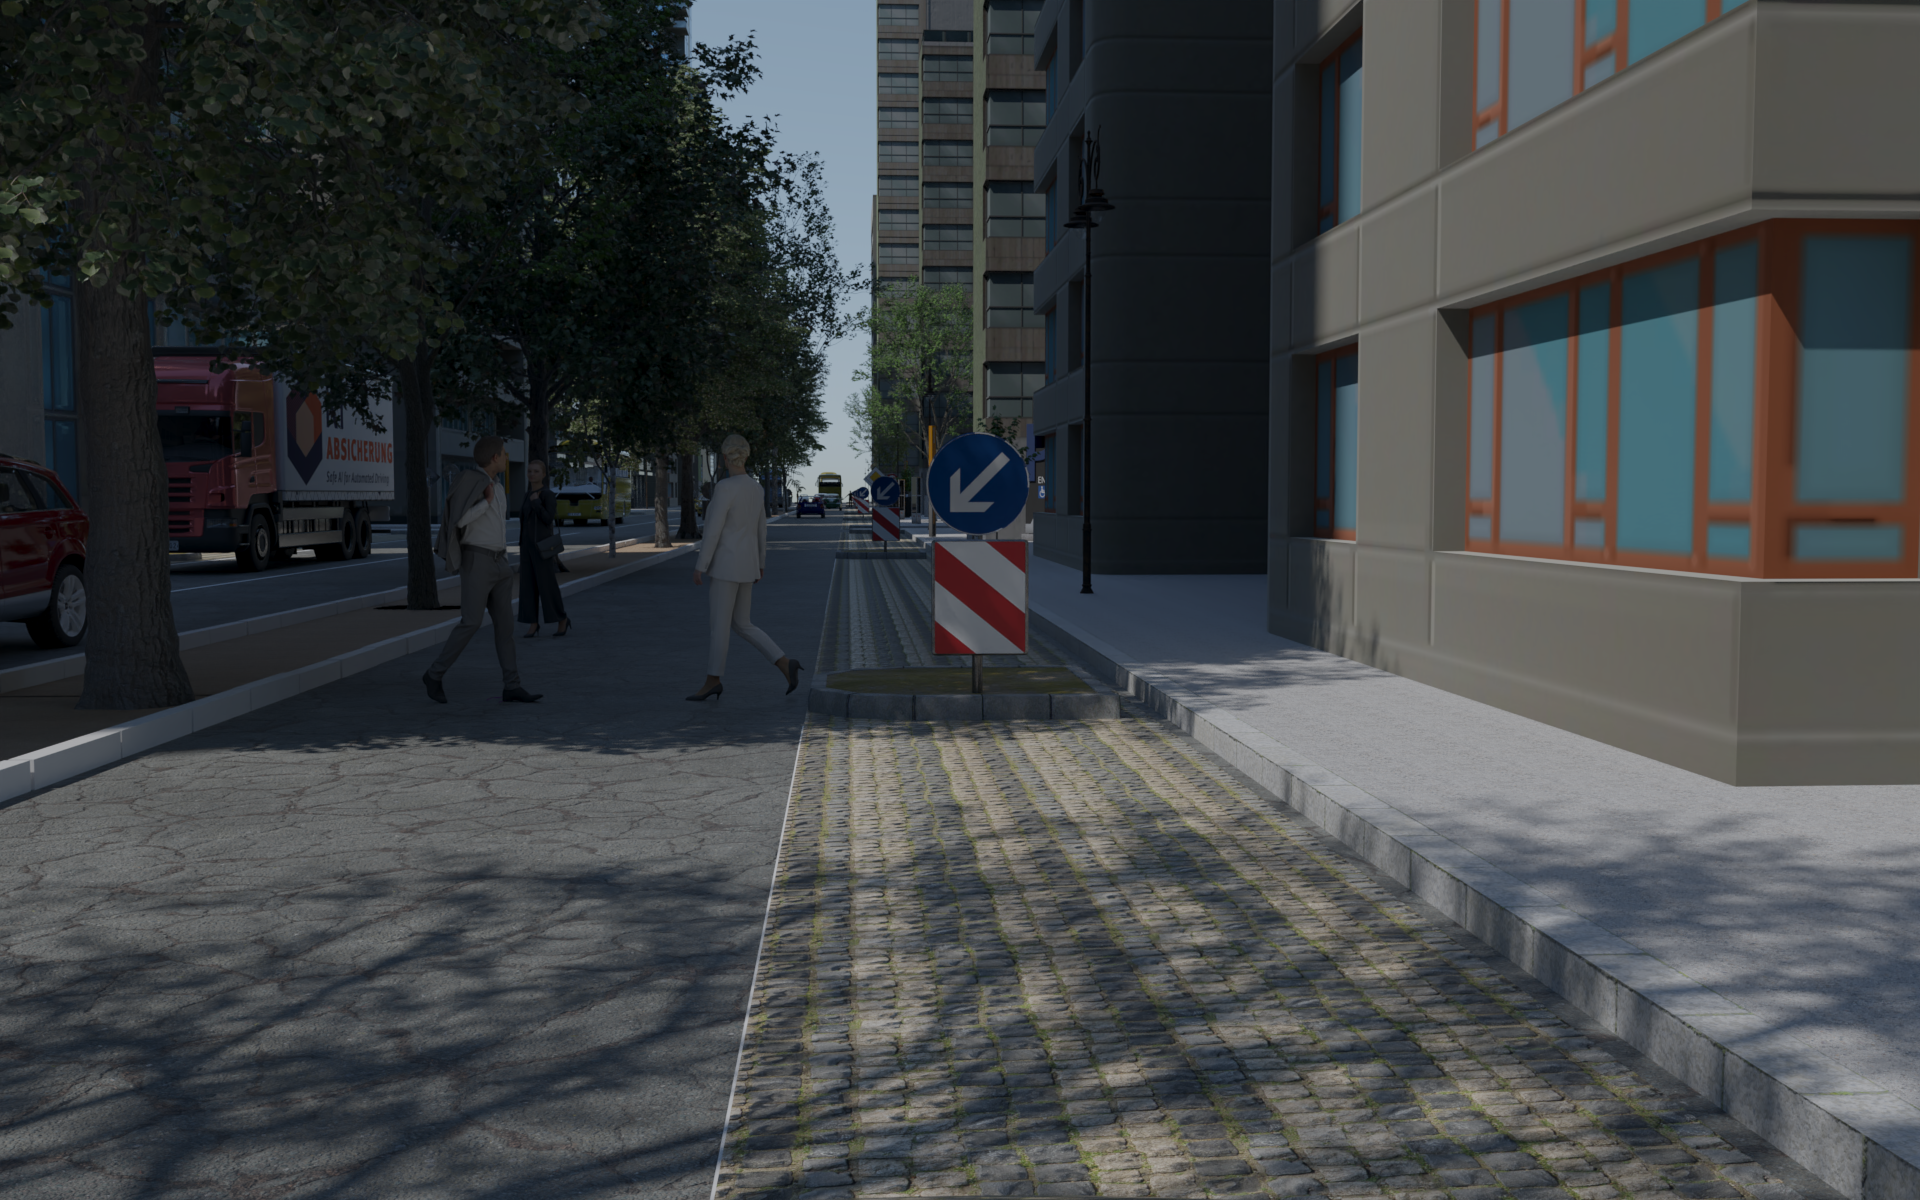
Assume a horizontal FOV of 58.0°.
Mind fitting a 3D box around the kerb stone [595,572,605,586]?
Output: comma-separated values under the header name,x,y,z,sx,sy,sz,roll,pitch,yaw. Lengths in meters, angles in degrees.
name,x,y,z,sx,sy,sz,roll,pitch,yaw
kerb stone,-5.760,-0.305,27.268,0.120,0.150,1.000,0,4,-4

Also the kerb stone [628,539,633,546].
name,x,y,z,sx,sy,sz,roll,pitch,yaw
kerb stone,-9.180,-1.551,47.600,0.120,0.150,1.000,0,4,-4

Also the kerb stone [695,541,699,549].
name,x,y,z,sx,sy,sz,roll,pitch,yaw
kerb stone,-6.892,-1.374,44.652,0.120,0.150,1.000,0,4,-4

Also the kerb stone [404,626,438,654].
name,x,y,z,sx,sy,sz,roll,pitch,yaw
kerb stone,-5.034,0.378,16.016,0.120,0.150,1.000,0,4,-4

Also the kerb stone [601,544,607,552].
name,x,y,z,sx,sy,sz,roll,pitch,yaw
kerb stone,-8.859,-1.239,42.494,0.120,0.150,1.000,0,4,-4

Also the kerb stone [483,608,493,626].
name,x,y,z,sx,sy,sz,roll,pitch,yaw
kerb stone,-5.238,0.192,19.076,0.120,0.150,1.000,0,4,-4

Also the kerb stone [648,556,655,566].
name,x,y,z,sx,sy,sz,roll,pitch,yaw
kerb stone,-6.231,-0.744,34.431,0.120,0.150,1.000,0,4,-4

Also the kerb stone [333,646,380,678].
name,x,y,z,sx,sy,sz,roll,pitch,yaw
kerb stone,-4.900,0.507,13.976,0.120,0.150,1.000,0,4,-4

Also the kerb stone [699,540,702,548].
name,x,y,z,sx,sy,sz,roll,pitch,yaw
kerb stone,-6.956,-1.430,45.678,0.120,0.150,1.000,0,4,-4

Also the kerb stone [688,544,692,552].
name,x,y,z,sx,sy,sz,roll,pitch,yaw
kerb stone,-6.755,-1.249,42.612,0.120,0.150,1.000,0,4,-4

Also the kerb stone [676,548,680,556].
name,x,y,z,sx,sy,sz,roll,pitch,yaw
kerb stone,-6.556,-1.058,39.545,0.120,0.150,1.000,0,4,-4

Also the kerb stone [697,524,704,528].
name,x,y,z,sx,sy,sz,roll,pitch,yaw
kerb stone,-10.817,-3.089,72.737,0.120,0.150,1.000,0,4,-4

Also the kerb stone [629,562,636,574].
name,x,y,z,sx,sy,sz,roll,pitch,yaw
kerb stone,-6.028,-0.561,31.365,0.120,0.150,1.000,0,4,-4

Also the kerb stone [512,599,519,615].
name,x,y,z,sx,sy,sz,roll,pitch,yaw
kerb stone,-5.299,0.128,20.098,0.120,0.150,1.000,0,4,-4

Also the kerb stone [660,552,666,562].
name,x,y,z,sx,sy,sz,roll,pitch,yaw
kerb stone,-6.354,-0.873,36.476,0.120,0.150,1.000,0,4,-4

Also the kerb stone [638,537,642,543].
name,x,y,z,sx,sy,sz,roll,pitch,yaw
kerb stone,-9.315,-1.679,49.641,0.120,0.150,1.000,0,4,-4

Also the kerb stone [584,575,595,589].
name,x,y,z,sx,sy,sz,roll,pitch,yaw
kerb stone,-5.699,-0.247,26.240,0.120,0.150,1.000,0,4,-4

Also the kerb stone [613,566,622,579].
name,x,y,z,sx,sy,sz,roll,pitch,yaw
kerb stone,-5.898,-0.436,29.318,0.120,0.150,1.000,0,4,-4

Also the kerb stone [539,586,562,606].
name,x,y,z,sx,sy,sz,roll,pitch,yaw
kerb stone,-5.507,-0.059,23.166,0.120,0.150,1.000,0,4,-4

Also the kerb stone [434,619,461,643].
name,x,y,z,sx,sy,sz,roll,pitch,yaw
kerb stone,-5.099,0.321,17.036,0.120,0.150,1.000,0,4,-4

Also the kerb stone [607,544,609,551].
name,x,y,z,sx,sy,sz,roll,pitch,yaw
kerb stone,-8.925,-1.298,43.518,0.120,0.150,1.000,0,4,-4

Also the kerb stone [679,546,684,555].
name,x,y,z,sx,sy,sz,roll,pitch,yaw
kerb stone,-6.623,-1.118,40.566,0.120,0.150,1.000,0,4,-4

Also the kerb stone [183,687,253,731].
name,x,y,z,sx,sy,sz,roll,pitch,yaw
kerb stone,-4.705,0.693,10.914,0.120,0.150,1.000,0,4,-4

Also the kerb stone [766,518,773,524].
name,x,y,z,sx,sy,sz,roll,pitch,yaw
kerb stone,-9.709,-4.024,88.162,0.120,0.150,1.000,0,4,-4

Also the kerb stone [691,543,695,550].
name,x,y,z,sx,sy,sz,roll,pitch,yaw
kerb stone,-6.834,-1.311,43.632,0.120,0.150,1.000,0,4,-4

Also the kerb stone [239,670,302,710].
name,x,y,z,sx,sy,sz,roll,pitch,yaw
kerb stone,-4.773,0.628,11.935,0.120,0.150,1.000,0,4,-4

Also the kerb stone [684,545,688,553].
name,x,y,z,sx,sy,sz,roll,pitch,yaw
kerb stone,-6.696,-1.180,41.590,0.120,0.150,1.000,0,4,-4

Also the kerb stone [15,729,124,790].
name,x,y,z,sx,sy,sz,roll,pitch,yaw
kerb stone,-4.567,0.815,8.867,0.120,0.150,1.000,0,4,-4

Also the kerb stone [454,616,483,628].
name,x,y,z,sx,sy,sz,roll,pitch,yaw
kerb stone,-5.167,0.253,18.056,0.120,0.150,1.000,0,4,-4

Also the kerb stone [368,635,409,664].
name,x,y,z,sx,sy,sz,roll,pitch,yaw
kerb stone,-4.981,0.442,14.995,0.120,0.150,1.000,0,4,-4

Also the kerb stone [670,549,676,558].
name,x,y,z,sx,sy,sz,roll,pitch,yaw
kerb stone,-6.493,-0.999,38.523,0.120,0.150,1.000,0,4,-4

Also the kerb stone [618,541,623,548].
name,x,y,z,sx,sy,sz,roll,pitch,yaw
kerb stone,-9.059,-1.426,45.557,0.120,0.150,1.000,0,4,-4

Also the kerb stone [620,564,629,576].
name,x,y,z,sx,sy,sz,roll,pitch,yaw
kerb stone,-5.961,-0.497,30.338,0.120,0.150,1.000,0,4,-4

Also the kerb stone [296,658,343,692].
name,x,y,z,sx,sy,sz,roll,pitch,yaw
kerb stone,-4.842,0.575,12.956,0.120,0.150,1.000,0,4,-4

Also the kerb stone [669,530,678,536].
name,x,y,z,sx,sy,sz,roll,pitch,yaw
kerb stone,-10.052,-2.367,60.888,0.120,0.150,1.000,0,4,-4

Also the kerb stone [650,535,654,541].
name,x,y,z,sx,sy,sz,roll,pitch,yaw
kerb stone,-9.517,-1.867,52.715,0.120,0.150,1.000,0,4,-4

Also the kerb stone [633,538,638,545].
name,x,y,z,sx,sy,sz,roll,pitch,yaw
kerb stone,-9.246,-1.614,48.621,0.120,0.150,1.000,0,4,-4

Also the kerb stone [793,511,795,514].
name,x,y,z,sx,sy,sz,roll,pitch,yaw
kerb stone,-11.896,-6.097,121.920,0.120,0.150,1.000,0,4,-4

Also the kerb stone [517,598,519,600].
name,x,y,z,sx,sy,sz,roll,pitch,yaw
kerb stone,-5.369,0.066,21.118,0.120,0.150,1.000,0,4,-4

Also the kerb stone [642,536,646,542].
name,x,y,z,sx,sy,sz,roll,pitch,yaw
kerb stone,-9.384,-1.741,50.661,0.120,0.150,1.000,0,4,-4

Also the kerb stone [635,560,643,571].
name,x,y,z,sx,sy,sz,roll,pitch,yaw
kerb stone,-6.098,-0.620,32.391,0.120,0.150,1.000,0,4,-4

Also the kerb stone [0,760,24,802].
name,x,y,z,sx,sy,sz,roll,pitch,yaw
kerb stone,-4.508,0.878,7.847,0.120,0.150,1.000,0,4,-4

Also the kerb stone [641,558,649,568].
name,x,y,z,sx,sy,sz,roll,pitch,yaw
kerb stone,-6.165,-0.681,33.411,0.120,0.150,1.000,0,4,-4

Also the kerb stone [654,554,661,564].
name,x,y,z,sx,sy,sz,roll,pitch,yaw
kerb stone,-6.296,-0.805,35.455,0.120,0.150,1.000,0,4,-4

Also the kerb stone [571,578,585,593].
name,x,y,z,sx,sy,sz,roll,pitch,yaw
kerb stone,-5.636,-0.185,25.218,0.120,0.150,1.000,0,4,-4

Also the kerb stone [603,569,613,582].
name,x,y,z,sx,sy,sz,roll,pitch,yaw
kerb stone,-5.832,-0.373,28.288,0.120,0.150,1.000,0,4,-4

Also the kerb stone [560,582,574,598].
name,x,y,z,sx,sy,sz,roll,pitch,yaw
kerb stone,-5.562,-0.116,24.191,0.120,0.150,1.000,0,4,-4

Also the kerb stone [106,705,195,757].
name,x,y,z,sx,sy,sz,roll,pitch,yaw
kerb stone,-4.636,0.753,9.887,0.120,0.150,1.000,0,4,-4

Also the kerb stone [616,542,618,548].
name,x,y,z,sx,sy,sz,roll,pitch,yaw
kerb stone,-8.987,-1.366,44.538,0.120,0.150,1.000,0,4,-4

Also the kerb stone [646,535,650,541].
name,x,y,z,sx,sy,sz,roll,pitch,yaw
kerb stone,-9.452,-1.804,51.690,0.120,0.150,1.000,0,4,-4

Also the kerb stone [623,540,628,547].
name,x,y,z,sx,sy,sz,roll,pitch,yaw
kerb stone,-9.126,-1.491,46.579,0.120,0.150,1.000,0,4,-4

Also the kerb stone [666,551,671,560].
name,x,y,z,sx,sy,sz,roll,pitch,yaw
kerb stone,-6.429,-0.932,37.502,0.120,0.150,1.000,0,4,-4
